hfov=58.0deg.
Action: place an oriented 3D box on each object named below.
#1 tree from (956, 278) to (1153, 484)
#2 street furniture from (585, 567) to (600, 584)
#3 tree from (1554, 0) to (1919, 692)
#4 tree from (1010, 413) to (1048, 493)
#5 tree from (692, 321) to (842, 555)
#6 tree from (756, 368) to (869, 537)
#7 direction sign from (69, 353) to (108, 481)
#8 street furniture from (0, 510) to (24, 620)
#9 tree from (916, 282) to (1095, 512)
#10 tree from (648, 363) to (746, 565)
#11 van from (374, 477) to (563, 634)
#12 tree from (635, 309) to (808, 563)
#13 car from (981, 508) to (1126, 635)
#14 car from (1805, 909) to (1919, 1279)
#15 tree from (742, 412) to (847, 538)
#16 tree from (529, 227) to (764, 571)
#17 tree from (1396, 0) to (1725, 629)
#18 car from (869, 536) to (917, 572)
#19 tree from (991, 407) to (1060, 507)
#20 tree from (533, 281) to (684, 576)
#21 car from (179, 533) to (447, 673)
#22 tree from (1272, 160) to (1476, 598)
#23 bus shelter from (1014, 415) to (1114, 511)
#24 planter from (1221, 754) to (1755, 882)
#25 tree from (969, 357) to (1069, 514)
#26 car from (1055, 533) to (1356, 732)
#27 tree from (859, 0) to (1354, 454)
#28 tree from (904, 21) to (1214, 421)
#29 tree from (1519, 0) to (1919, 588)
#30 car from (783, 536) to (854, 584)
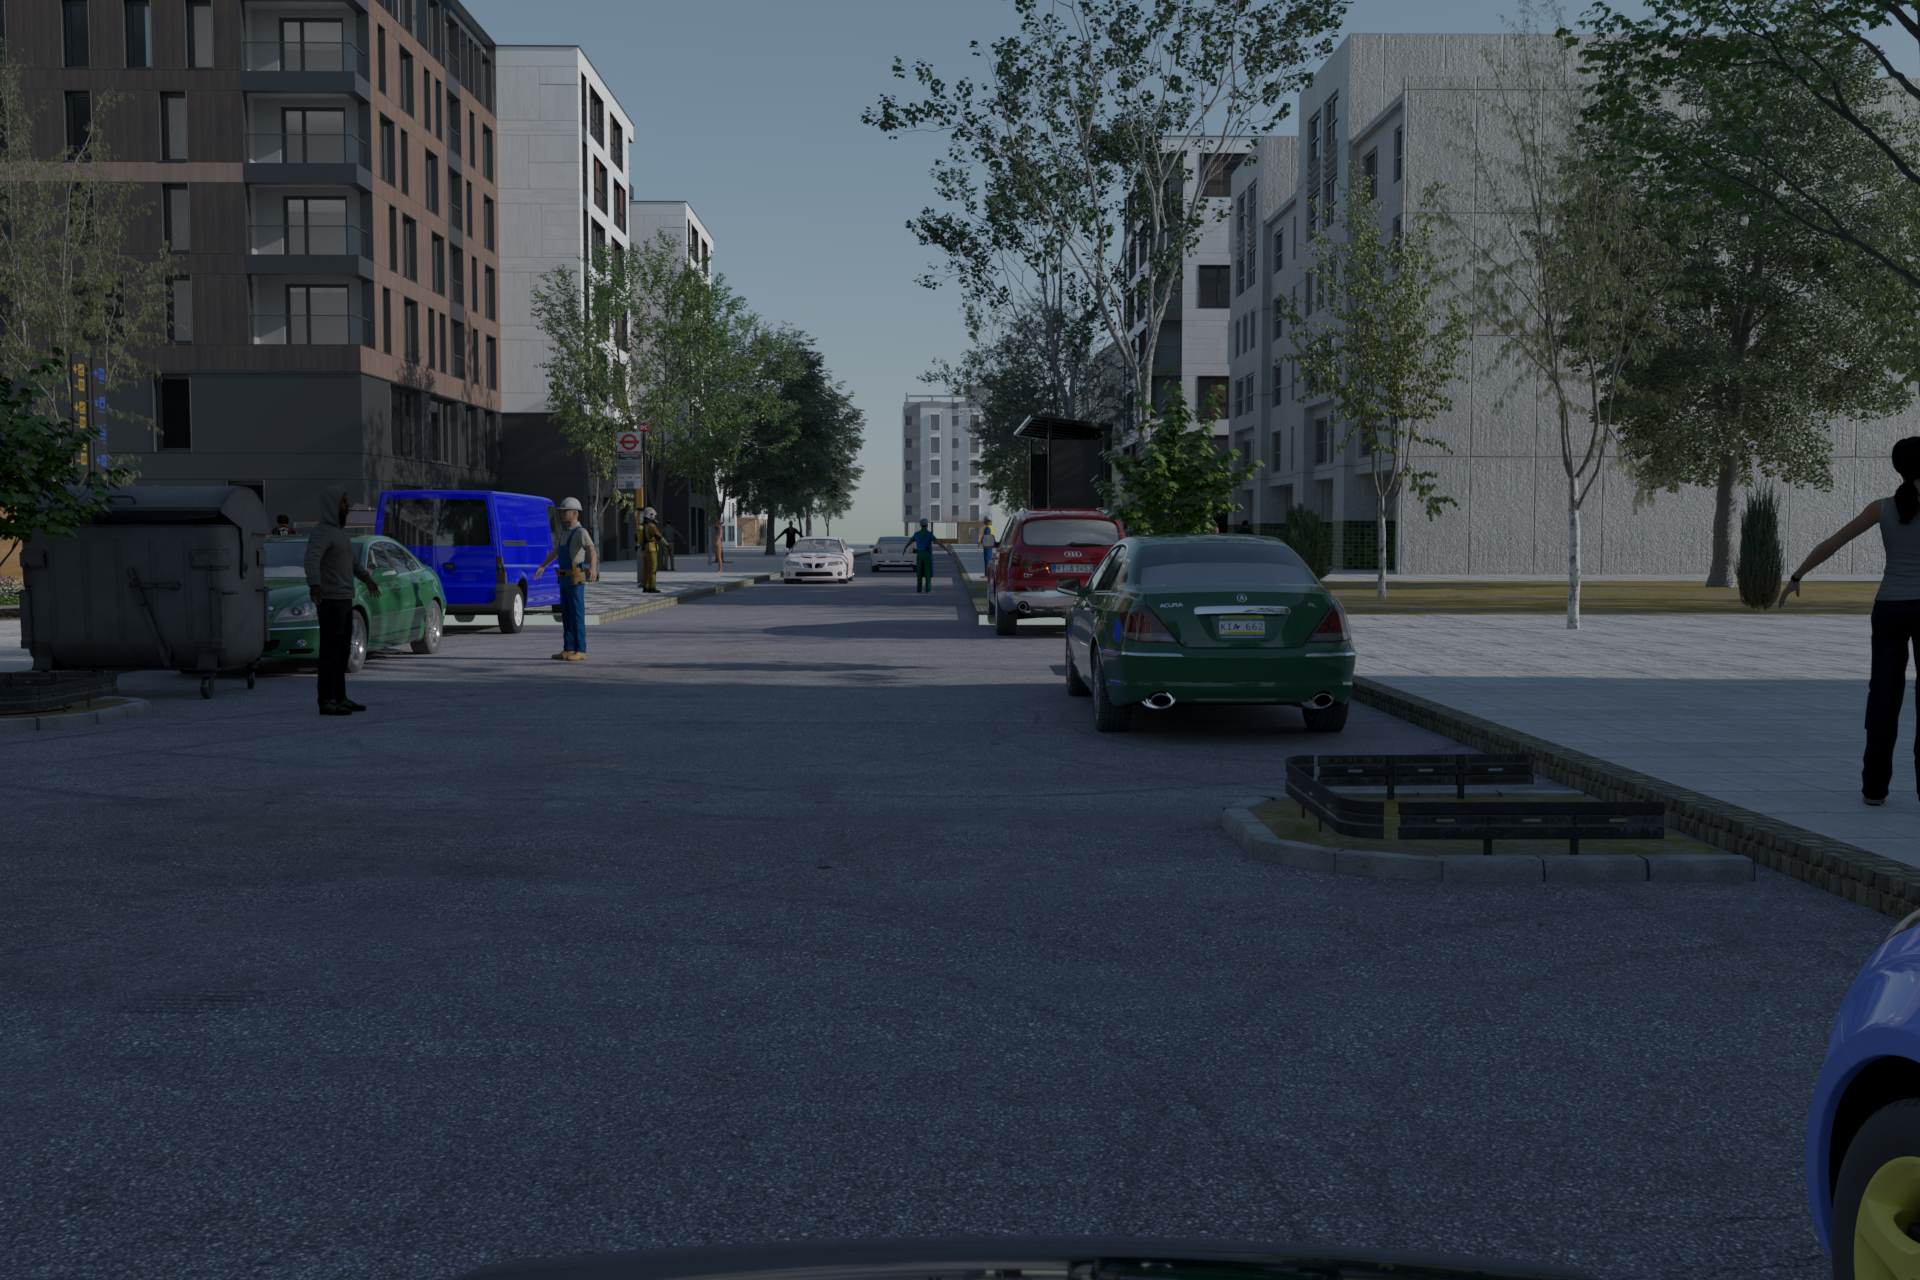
[{"bbox_3d":[4.764,-10.554,82.921,12.009,13.543,11.850,0,3,0],"label":"tree"},{"bbox_3d":[-14.342,-1.717,43.696,10.072,0.657,5.734,0,4,-5],"label":"street furniture"},{"bbox_3d":[8.390,-5.382,13.744,9.928,11.665,9.643,0,3,0],"label":"tree"},{"bbox_3d":[4.399,-9.163,100.172,4.360,8.622,3.978,0,3,0],"label":"tree"},{"bbox_3d":[-11.554,-12.131,104.992,9.857,13.997,8.962,0,3,0],"label":"tree"},{"bbox_3d":[-11.773,-13.842,132.969,9.857,13.997,8.962,0,3,0],"label":"tree"},{"bbox_3d":[-11.100,-1.844,22.140,0.379,3.537,0.876,0,4,-1],"label":"direction sign"},{"bbox_3d":[-16.470,-1.245,27.217,11.010,1.723,9.812,2,4,25],"label":"street furniture"},{"bbox_3d":[2.987,-16.890,132.033,12.611,20.169,13.585,0,3,0],"label":"tree"},{"bbox_3d":[-10.487,-7.374,70.921,4.737,8.622,4.395,0,3,0],"label":"tree"},{"bbox_3d":[-7.279,-1.354,26.521,2.240,2.365,5.245,0,4,-1],"label":"van"},{"bbox_3d":[-10.719,-9.278,77.451,9.928,11.665,9.643,0,3,0],"label":"tree"},{"bbox_3d":[1.476,-1.063,26.058,2.281,1.827,5.304,0,4,-1],"label":"car"},{"bbox_3d":[2.275,0.498,1.449,1.945,1.707,3.694,0,4,-1],"label":"car"},{"bbox_3d":[-11.223,-11.333,119.702,7.601,10.594,8.767,1,4,22],"label":"tree"},{"bbox_3d":[-10.664,-8.224,60.220,9.928,11.665,9.643,0,3,0],"label":"tree"},{"bbox_3d":[8.463,-4.461,23.303,4.360,8.622,3.978,0,3,0],"label":"tree"},{"bbox_3d":[-2.468,-3.317,66.587,2.083,1.381,4.827,0,4,-2],"label":"car"},{"bbox_3d":[3.867,-8.705,92.690,4.737,8.622,4.395,0,3,0],"label":"tree"},{"bbox_3d":[-10.525,-6.136,50.688,4.737,8.622,4.395,0,3,0],"label":"tree"},{"bbox_3d":[-7.160,-0.461,19.340,2.131,1.459,4.920,0,4,-1],"label":"car"},{"bbox_3d":[8.298,-5.120,34.069,4.737,8.622,4.395,0,3,0],"label":"tree"},{"bbox_3d":[2.182,-2.811,37.240,1.731,3.624,6.357,0,4,-1],"label":"bus shelter"},{"bbox_3d":[2.280,0.796,8.125,1.991,0.319,1.994,0,4,-1],"label":"planter"},{"bbox_3d":[4.039,-11.813,111.266,7.486,12.596,7.792,0,3,0],"label":"tree"},{"bbox_3d":[1.873,-0.133,13.971,2.131,1.459,4.920,0,4,-1],"label":"car"},{"bbox_3d":[4.046,-11.825,49.233,12.611,20.169,13.585,0,3,0],"label":"tree"},{"bbox_3d":[3.088,-12.916,67.059,12.611,20.169,13.585,0,3,0],"label":"tree"},{"bbox_3d":[18.492,-8.252,41.583,9.857,13.997,8.962,0,3,0],"label":"tree"},{"bbox_3d":[-4.166,-2.391,51.448,2.083,1.381,4.827,0,4,0],"label":"car"}]
